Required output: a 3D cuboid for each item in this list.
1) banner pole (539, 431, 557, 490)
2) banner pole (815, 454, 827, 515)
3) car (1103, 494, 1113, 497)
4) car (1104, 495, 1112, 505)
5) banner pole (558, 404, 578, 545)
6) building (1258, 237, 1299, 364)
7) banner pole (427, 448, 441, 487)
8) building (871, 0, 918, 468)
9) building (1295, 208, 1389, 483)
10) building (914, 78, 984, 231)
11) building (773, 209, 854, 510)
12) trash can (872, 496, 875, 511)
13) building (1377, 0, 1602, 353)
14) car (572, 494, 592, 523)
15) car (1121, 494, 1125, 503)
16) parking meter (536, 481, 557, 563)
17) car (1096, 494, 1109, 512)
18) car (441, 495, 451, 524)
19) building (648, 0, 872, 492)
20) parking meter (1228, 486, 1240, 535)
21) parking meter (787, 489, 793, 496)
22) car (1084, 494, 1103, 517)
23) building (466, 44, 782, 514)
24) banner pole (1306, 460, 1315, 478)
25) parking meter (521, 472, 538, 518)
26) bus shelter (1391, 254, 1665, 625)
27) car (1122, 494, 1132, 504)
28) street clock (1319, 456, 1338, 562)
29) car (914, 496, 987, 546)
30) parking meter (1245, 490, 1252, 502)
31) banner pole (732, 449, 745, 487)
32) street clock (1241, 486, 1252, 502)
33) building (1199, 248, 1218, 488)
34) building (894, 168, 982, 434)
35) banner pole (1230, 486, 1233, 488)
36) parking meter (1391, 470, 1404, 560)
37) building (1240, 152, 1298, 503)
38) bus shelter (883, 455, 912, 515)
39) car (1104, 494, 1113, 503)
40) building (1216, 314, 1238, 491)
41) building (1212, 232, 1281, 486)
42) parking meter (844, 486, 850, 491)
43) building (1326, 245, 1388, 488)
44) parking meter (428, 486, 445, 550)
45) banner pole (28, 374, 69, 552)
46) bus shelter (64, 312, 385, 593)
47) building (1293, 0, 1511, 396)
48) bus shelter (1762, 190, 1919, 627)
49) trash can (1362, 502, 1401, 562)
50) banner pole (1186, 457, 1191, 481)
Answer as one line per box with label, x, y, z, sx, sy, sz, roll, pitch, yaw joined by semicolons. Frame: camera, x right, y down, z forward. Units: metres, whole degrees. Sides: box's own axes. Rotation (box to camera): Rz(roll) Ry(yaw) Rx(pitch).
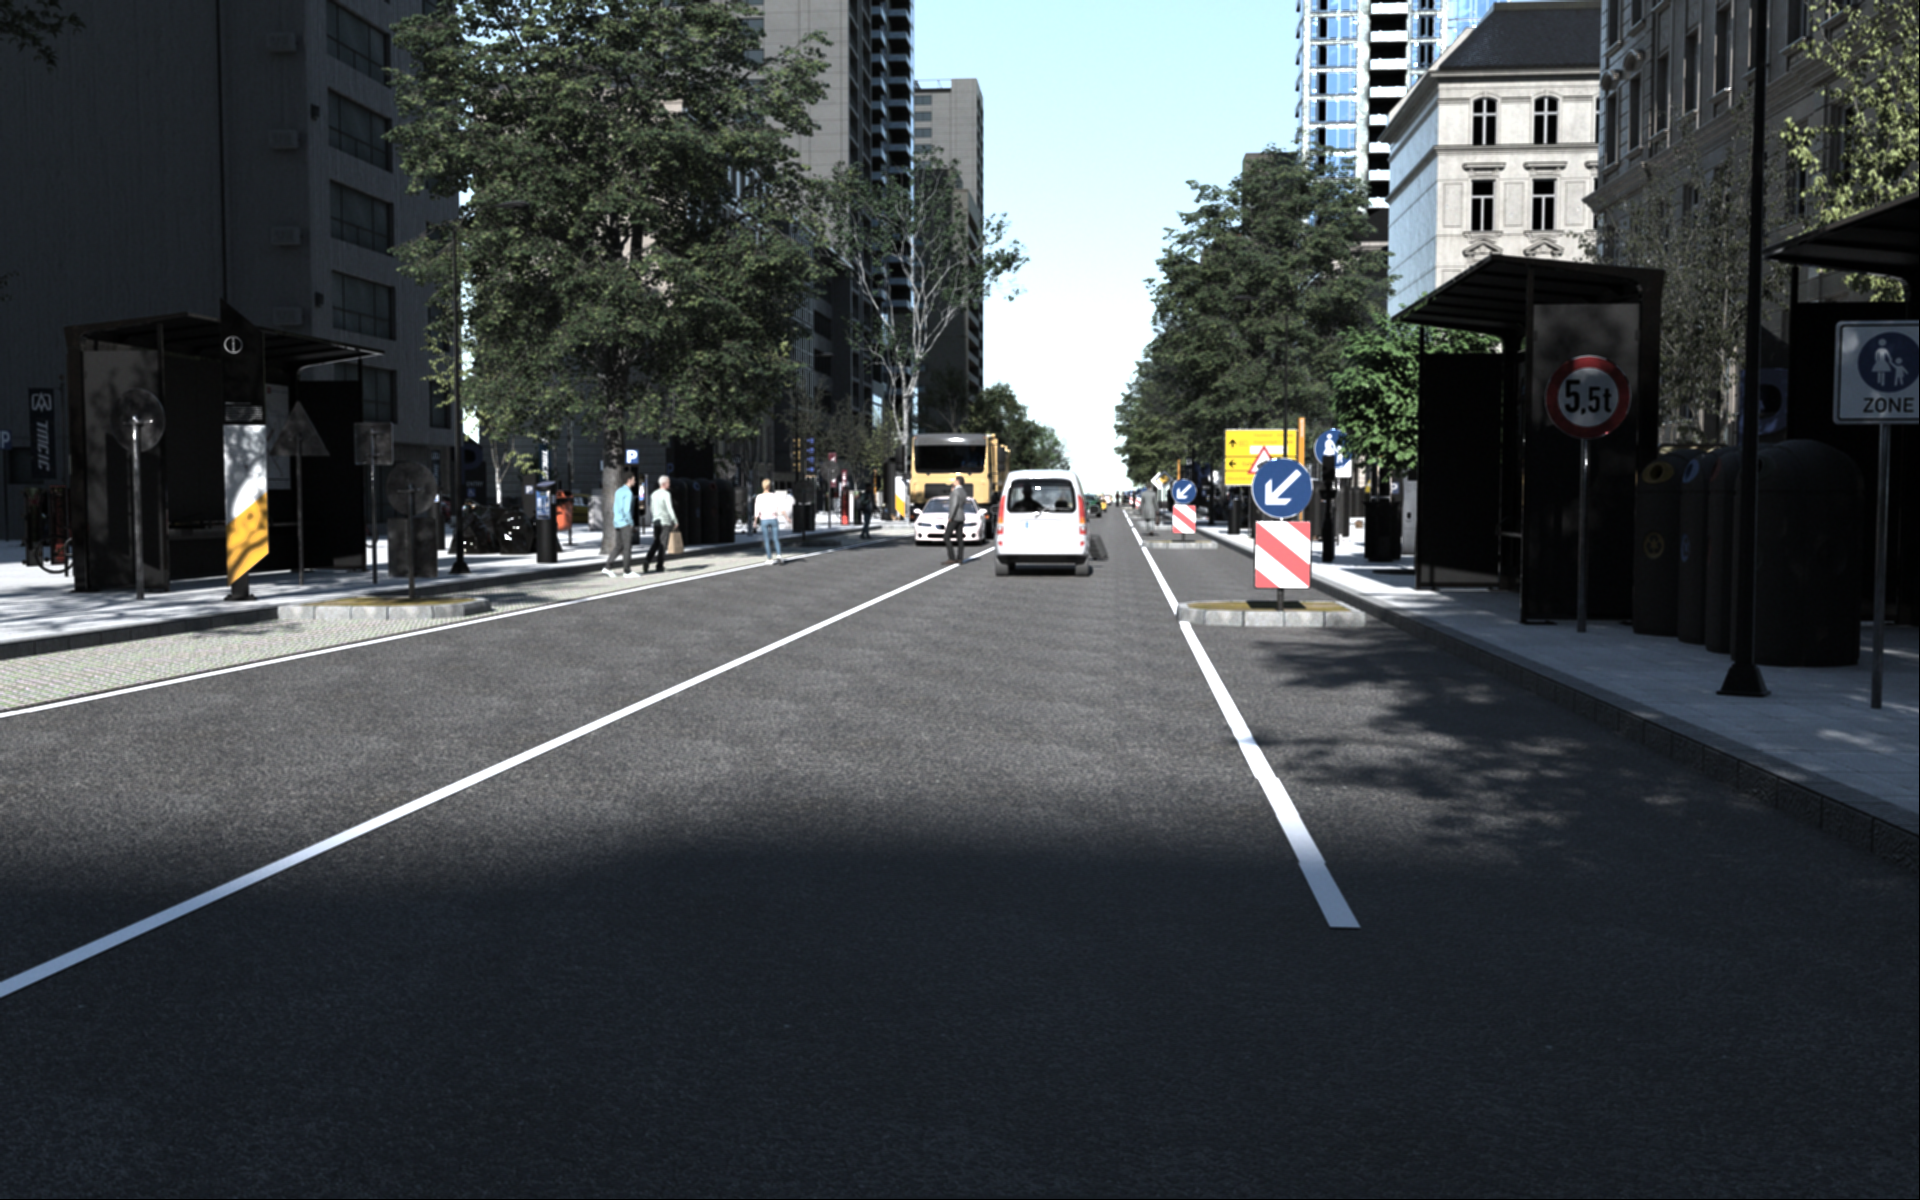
banner pole;-14.087;-4.246;59.445;0.863;3.779;0.401;1;4;15
banner pole;-8.684;-7.190;107.571;0.863;3.779;0.401;0;4;-3
car;25.577;-17.861;301.067;2.155;1.783;4.494;0;4;5
car;18.582;-12.936;223.859;2.083;1.381;4.827;0;4;3
banner pole;-9.828;-3.286;43.741;0.401;3.779;0.863;0;4;-2
building;40.304;-25.909;195.319;14.160;30.474;14.107;0;4;5
banner pole;-26.276;-5.892;86.355;0.863;3.779;0.401;0;4;4
building;-15.589;-53.767;191.758;22.319;86.520;31.000;0;4;5
building;33.450;-19.138;141.792;11.050;23.489;19.941;0;4;5
building;-4.211;-52.911;303.348;20.563;71.187;20.611;0;4;5
building;-17.243;-19.116;131.611;14.314;24.678;30.058;0;4;5
trash can;-6.658;-7.164;128.784;0.748;1.137;0.748;0;3;0
building;46.209;-19.412;93.796;44.131;29.872;17.030;0;4;5
car;-16.679;-4.116;77.512;3.980;1.641;2.015;0;4;7
car;26.593;-16.283;276.014;2.009;1.686;4.222;0;4;6
parking meter;-7.706;-1.460;32.280;0.372;1.533;0.369;0;3;0
car;10.775;-7.769;137.240;2.015;1.641;3.980;0;4;5
car;-24.772;-4.195;77.635;4.494;1.783;2.155;0;4;6
building;-17.014;-44.497;165.777;20.563;71.187;20.611;0;4;5
parking meter;8.701;-2.847;54.963;0.372;1.533;0.369;0;3;0
parking meter;-8.271;-4.669;84.742;0.372;1.533;0.369;0;3;0
car;7.833;-5.850;107.437;2.131;1.459;4.920;0;4;3
building;-19.096;-18.764;104.056;12.463;27.353;25.104;0;4;5
banner pole;24.611;-8.042;121.497;0.863;3.779;0.401;0;4;7
parking meter;-11.386;-2.456;45.872;0.399;1.863;0.255;0;4;0
bus shelter;6.322;-1.757;20.005;1.731;3.624;6.357;0;4;5
car;23.511;-14.165;241.388;2.009;1.686;4.222;0;4;5
street clock;6.946;-1.720;32.689;0.358;2.002;0.471;1;4;13
car;-0.242;-2.265;49.392;2.083;1.381;4.827;0;4;3
parking meter;15.080;-5.014;90.393;0.372;1.533;0.369;0;3;0
banner pole;-12.352;-6.550;97.108;0.863;3.779;0.401;-1;4;-9
street clock;15.682;-5.555;95.390;0.358;2.002;0.471;3;5;39
building;49.092;-39.940;303.133;14.600;45.320;14.200;0;4;5
building;-8.506;-38.980;261.029;21.300;48.544;21.600;0;4;5
banner pole;18.875;-8.053;121.689;0.401;3.779;0.863;-3;4;-38
parking meter;8.457;-1.726;33.930;0.399;1.863;0.255;0;4;-4
building;40.898;-32.166;209.506;14.154;41.232;14.086;0;4;5
bus shelter;-3.535;-7.116;107.626;1.731;3.624;6.357;0;4;5
car;24.810;-17.211;291.618;2.015;1.641;3.980;0;4;6
building;45.497;-29.834;259.489;14.160;30.474;14.107;0;4;5
building;51.943;-38.316;281.098;22.147;44.769;28.867;0;4;5
parking meter;-7.713;-6.864;117.937;0.255;1.863;0.399;-3;4;-37
building;31.703;-15.768;122.426;10.561;19.102;19.286;0;4;5
parking meter;-12.001;-1.912;39.675;0.372;1.533;0.369;0;3;0
banner pole;-18.875;-2.813;36.013;0.863;3.779;0.401;-1;4;-21
bus shelter;-10.555;-2.094;25.518;1.731;3.624;6.357;0;4;5
building;41.859;-52.489;170.868;22.319;86.520;31.000;0;4;5
bus shelter;8.315;-1.383;13.890;1.731;3.624;6.357;0;4;5
trash can;8.000;-1.300;32.910;0.748;1.137;0.748;0;3;0
banner pole;13.734;-6.870;102.345;0.863;3.779;0.401;1;4;16
